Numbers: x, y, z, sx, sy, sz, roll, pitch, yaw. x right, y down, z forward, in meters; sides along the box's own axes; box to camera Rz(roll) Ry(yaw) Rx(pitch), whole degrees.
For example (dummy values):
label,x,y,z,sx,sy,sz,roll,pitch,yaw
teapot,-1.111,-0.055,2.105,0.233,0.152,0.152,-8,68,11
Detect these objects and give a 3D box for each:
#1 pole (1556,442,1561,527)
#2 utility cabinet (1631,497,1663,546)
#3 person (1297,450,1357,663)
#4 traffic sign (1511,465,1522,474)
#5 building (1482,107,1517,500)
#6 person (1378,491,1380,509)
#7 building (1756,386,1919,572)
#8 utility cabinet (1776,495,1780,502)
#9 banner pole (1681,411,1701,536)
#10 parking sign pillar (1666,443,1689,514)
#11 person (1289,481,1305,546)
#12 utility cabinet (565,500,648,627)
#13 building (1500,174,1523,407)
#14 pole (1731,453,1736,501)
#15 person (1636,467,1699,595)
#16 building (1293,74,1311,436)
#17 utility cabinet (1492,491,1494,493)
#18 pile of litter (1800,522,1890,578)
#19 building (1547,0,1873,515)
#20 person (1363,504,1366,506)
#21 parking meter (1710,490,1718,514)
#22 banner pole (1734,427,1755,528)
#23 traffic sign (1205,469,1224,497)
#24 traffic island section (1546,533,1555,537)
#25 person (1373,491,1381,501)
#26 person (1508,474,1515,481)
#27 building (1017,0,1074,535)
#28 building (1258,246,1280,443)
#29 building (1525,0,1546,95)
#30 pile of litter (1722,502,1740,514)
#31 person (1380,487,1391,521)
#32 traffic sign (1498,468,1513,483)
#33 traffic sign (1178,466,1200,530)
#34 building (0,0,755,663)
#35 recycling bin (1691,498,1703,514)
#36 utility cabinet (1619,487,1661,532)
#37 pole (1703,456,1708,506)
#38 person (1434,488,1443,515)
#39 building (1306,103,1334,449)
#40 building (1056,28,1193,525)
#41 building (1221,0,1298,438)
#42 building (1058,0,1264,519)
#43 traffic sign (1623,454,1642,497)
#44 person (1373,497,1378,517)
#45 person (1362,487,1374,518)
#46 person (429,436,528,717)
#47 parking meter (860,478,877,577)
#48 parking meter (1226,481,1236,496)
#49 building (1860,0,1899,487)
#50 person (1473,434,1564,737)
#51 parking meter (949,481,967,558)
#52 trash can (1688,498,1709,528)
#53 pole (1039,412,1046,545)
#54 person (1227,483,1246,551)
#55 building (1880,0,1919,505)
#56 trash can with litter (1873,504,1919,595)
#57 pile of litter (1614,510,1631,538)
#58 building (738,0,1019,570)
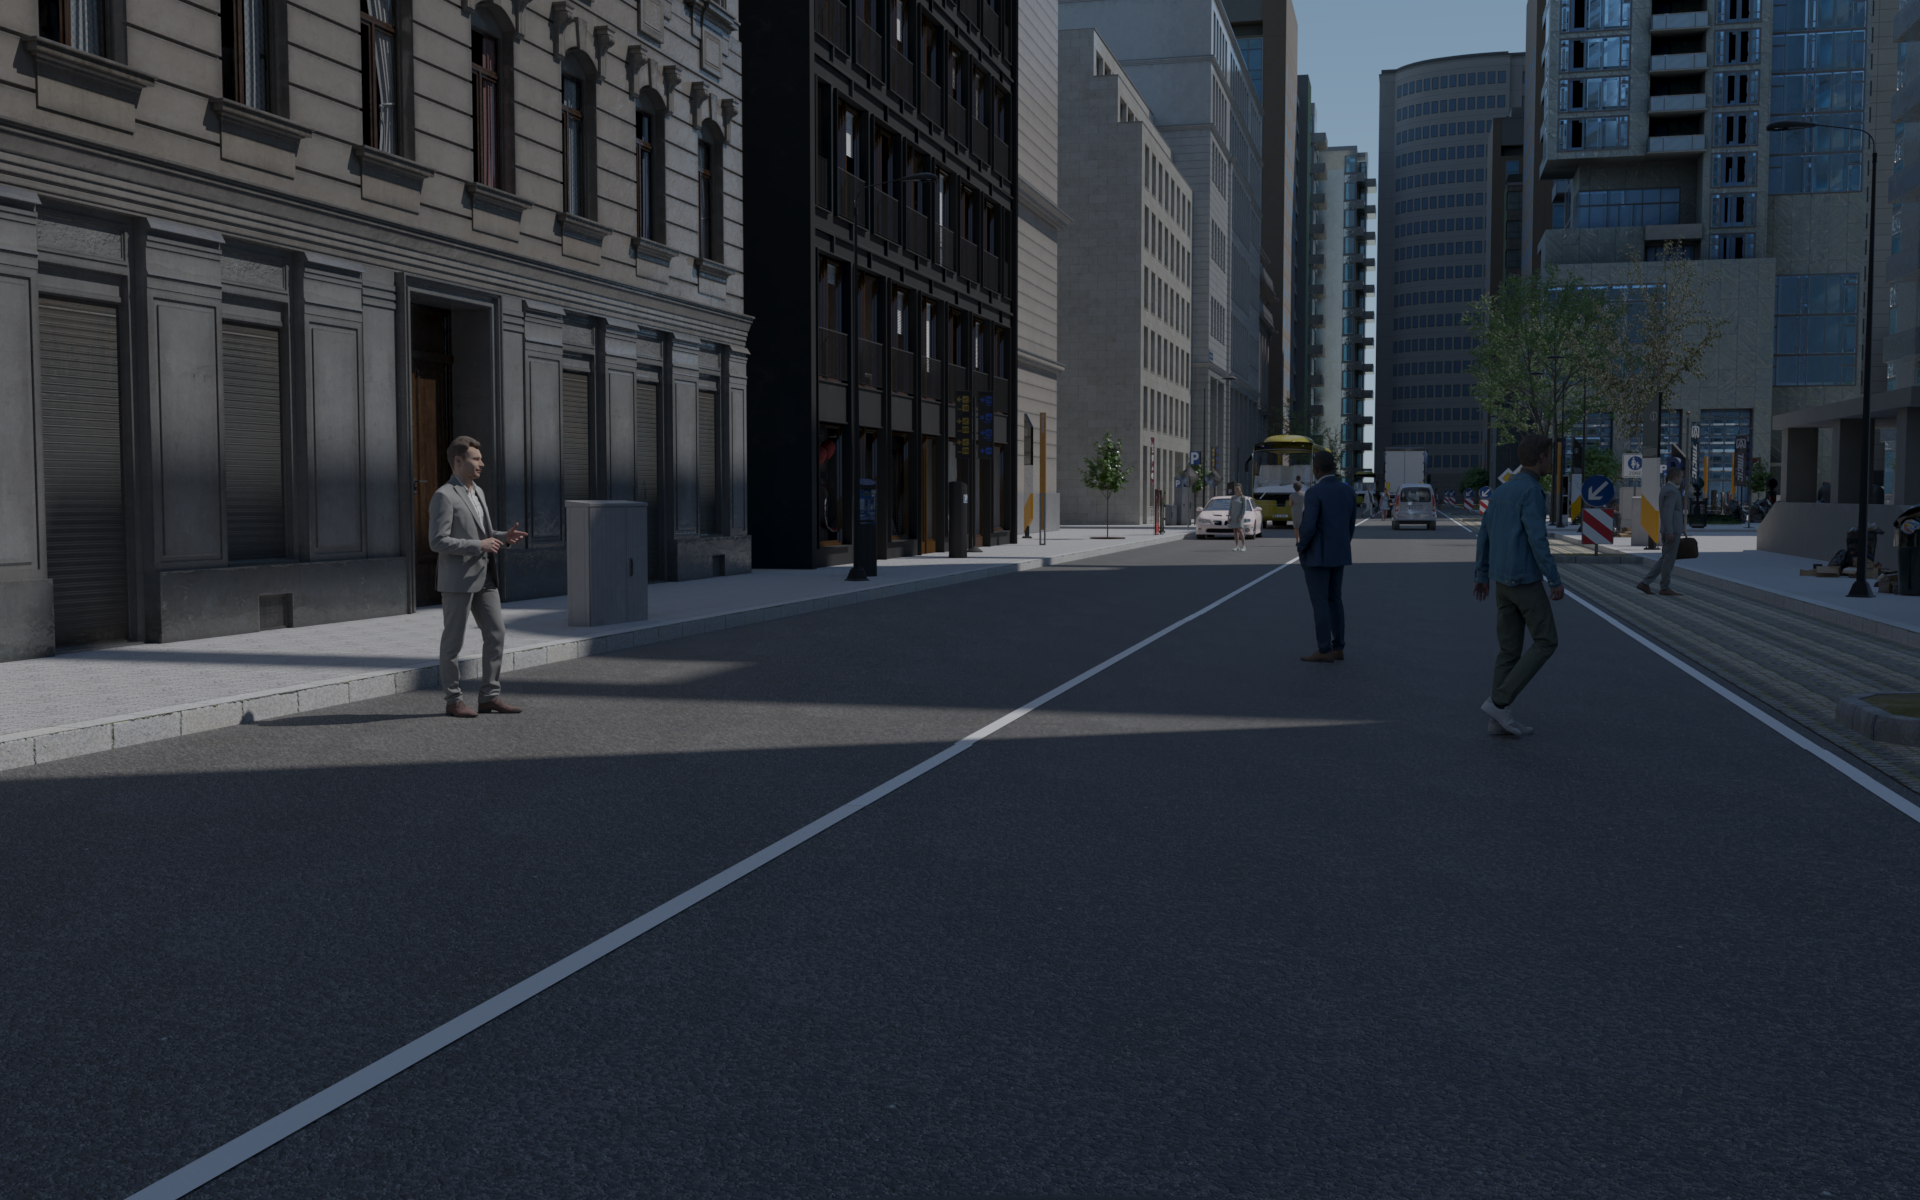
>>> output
label,x,y,z,sx,sy,sz,roll,pitch,yaw
pole,23.609,-4.547,68.182,0.158,3.312,0.155,0,3,0
utility cabinet,17.129,-1.932,42.755,1.020,1.237,0.306,2,4,25
person,3.142,-0.374,14.799,0.721,1.800,0.419,-3,5,-42
traffic sign,18.913,-3.351,58.432,0.795,2.450,0.064,1,4,15
building,68.098,-33.639,200.102,14.600,45.320,14.200,1,4,15
person,39.347,-9.376,162.620,0.721,1.723,1.217,0,4,-5
building,32.172,-20.551,27.887,32.217,40.220,23.993,1,4,15
utility cabinet,44.643,-5.117,94.819,0.306,1.237,1.020,-3,5,-39
banner pole,22.223,-3.830,52.629,0.863,3.779,0.401,-2,4,-33
parking sign pillar,37.468,-6.238,90.456,1.447,3.967,1.447,-1,4,-13
person,9.406,-2.376,47.700,0.716,1.782,0.532,0,4,4
utility cabinet,-3.487,-0.369,17.191,0.306,1.237,1.020,1,4,22
building,56.346,-23.566,157.008,14.160,30.474,14.107,1,4,15
pole,38.662,-5.669,86.534,0.158,3.312,0.155,0,3,0
person,10.002,-0.963,24.365,0.853,1.813,0.709,1,4,9
building,25.837,-29.488,165.720,14.154,41.232,14.086,1,4,15
utility cabinet,36.222,-6.640,117.235,0.318,1.500,1.173,0,4,0
pile of litter,13.764,-0.780,26.724,1.176,0.858,1.719,0,4,-6
building,49.357,-49.293,118.606,22.319,86.520,31.000,1,4,15
person,47.756,-11.910,204.171,0.436,1.711,0.756,-1,4,-17
parking meter,45.398,-5.863,104.265,0.372,1.533,0.369,0,3,0
banner pole,29.603,-4.609,65.376,0.401,3.779,0.863,-3,4,-38
traffic sign,10.101,-3.997,68.995,0.795,2.450,0.064,1,4,15
traffic island section,18.938,-2.215,58.503,2.009,0.180,2.903,1,4,15
person,38.676,-9.287,161.064,1.217,1.735,0.721,-2,4,-27
person,11.194,-1.626,34.959,0.514,1.842,0.818,-2,4,-28
building,-8.839,-16.466,56.608,23.554,28.519,14.401,1,4,15
building,16.207,-17.598,129.524,13.314,21.916,24.055,1,4,15
building,53.760,-30.091,142.101,14.600,45.320,14.200,1,4,15
pile of litter,40.362,-4.678,90.452,1.719,0.858,1.176,-3,5,-44
person,22.546,-5.088,91.776,0.616,1.811,0.778,1,4,18
traffic sign,20.929,-3.824,66.159,0.795,2.450,0.064,1,4,15
traffic sign,8.085,-3.524,61.267,0.795,2.450,0.064,1,4,15
building,-10.160,-10.449,19.997,9.793,20.994,18.267,1,4,15
recycling bin,44.944,-5.682,105.459,0.722,1.027,0.722,0,4,2
utility cabinet,21.296,-2.790,54.292,1.173,1.500,0.318,0,4,1
pole,40.401,-6.117,93.863,0.158,3.312,0.155,0,3,0
person,32.061,-6.608,116.517,0.794,1.824,0.713,-1,4,-23
building,27.524,-35.804,205.001,30.456,49.044,23.786,1,4,15
building,4.518,-13.797,80.333,10.420,20.320,16.860,1,4,15
building,21.856,-30.670,151.568,14.600,45.320,14.200,1,4,15
building,11.033,-19.875,102.446,11.434,29.767,29.804,1,4,15
traffic sign,16.998,-2.539,43.648,0.606,2.300,0.079,1,4,19
person,25.828,-5.774,107.594,0.332,1.250,0.352,-1,4,-13
person,24.065,-5.734,102.132,0.514,1.842,0.818,-3,5,-42
person,-3.097,-0.149,11.142,0.583,1.804,0.606,1,4,11
parking meter,-1.480,-1.137,27.005,0.372,1.533,0.369,0,3,0
parking meter,12.224,-4.423,78.030,0.399,1.863,0.255,3,5,42
building,90.294,-46.020,190.675,20.611,71.187,20.563,1,4,15
person,3.272,-0.084,10.215,0.444,1.785,0.601,0,4,-6
parking meter,-0.042,-1.607,34.690,0.372,1.533,0.369,0,3,0
trash can,27.678,-3.259,64.932,0.748,1.137,0.748,0,3,0
pole,2.075,-3.028,43.357,0.158,3.312,0.155,0,3,0
person,7.017,-2.092,43.712,0.512,1.701,0.522,2,4,32
building,55.418,-27.627,71.314,30.456,49.044,23.786,1,4,15
trash can with litter,12.055,-0.656,22.109,0.624,1.170,1.055,0,4,-3
pile of litter,19.804,-2.312,51.761,1.719,0.858,1.176,-3,5,-42
building,-6.462,-12.732,37.843,12.332,23.373,15.834,1,4,15
